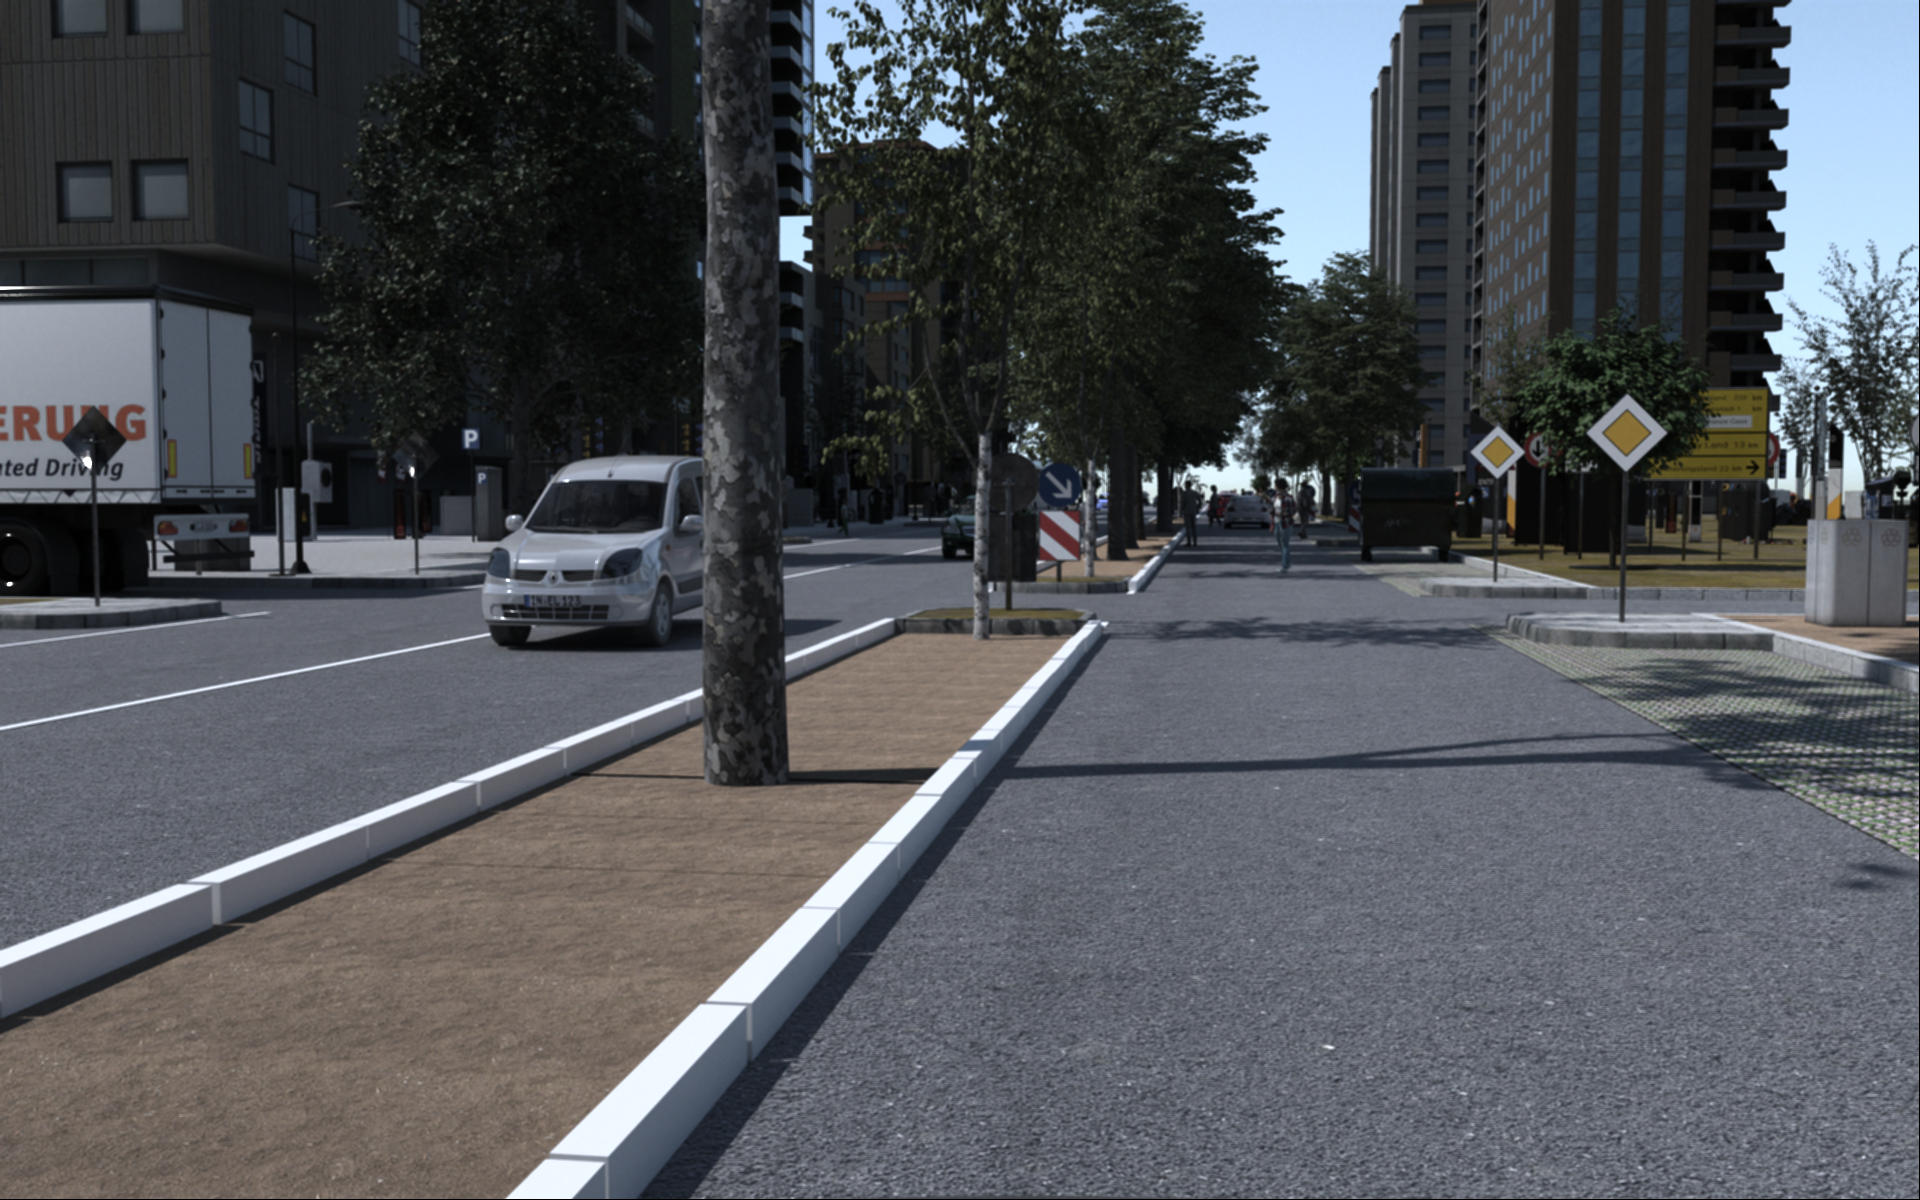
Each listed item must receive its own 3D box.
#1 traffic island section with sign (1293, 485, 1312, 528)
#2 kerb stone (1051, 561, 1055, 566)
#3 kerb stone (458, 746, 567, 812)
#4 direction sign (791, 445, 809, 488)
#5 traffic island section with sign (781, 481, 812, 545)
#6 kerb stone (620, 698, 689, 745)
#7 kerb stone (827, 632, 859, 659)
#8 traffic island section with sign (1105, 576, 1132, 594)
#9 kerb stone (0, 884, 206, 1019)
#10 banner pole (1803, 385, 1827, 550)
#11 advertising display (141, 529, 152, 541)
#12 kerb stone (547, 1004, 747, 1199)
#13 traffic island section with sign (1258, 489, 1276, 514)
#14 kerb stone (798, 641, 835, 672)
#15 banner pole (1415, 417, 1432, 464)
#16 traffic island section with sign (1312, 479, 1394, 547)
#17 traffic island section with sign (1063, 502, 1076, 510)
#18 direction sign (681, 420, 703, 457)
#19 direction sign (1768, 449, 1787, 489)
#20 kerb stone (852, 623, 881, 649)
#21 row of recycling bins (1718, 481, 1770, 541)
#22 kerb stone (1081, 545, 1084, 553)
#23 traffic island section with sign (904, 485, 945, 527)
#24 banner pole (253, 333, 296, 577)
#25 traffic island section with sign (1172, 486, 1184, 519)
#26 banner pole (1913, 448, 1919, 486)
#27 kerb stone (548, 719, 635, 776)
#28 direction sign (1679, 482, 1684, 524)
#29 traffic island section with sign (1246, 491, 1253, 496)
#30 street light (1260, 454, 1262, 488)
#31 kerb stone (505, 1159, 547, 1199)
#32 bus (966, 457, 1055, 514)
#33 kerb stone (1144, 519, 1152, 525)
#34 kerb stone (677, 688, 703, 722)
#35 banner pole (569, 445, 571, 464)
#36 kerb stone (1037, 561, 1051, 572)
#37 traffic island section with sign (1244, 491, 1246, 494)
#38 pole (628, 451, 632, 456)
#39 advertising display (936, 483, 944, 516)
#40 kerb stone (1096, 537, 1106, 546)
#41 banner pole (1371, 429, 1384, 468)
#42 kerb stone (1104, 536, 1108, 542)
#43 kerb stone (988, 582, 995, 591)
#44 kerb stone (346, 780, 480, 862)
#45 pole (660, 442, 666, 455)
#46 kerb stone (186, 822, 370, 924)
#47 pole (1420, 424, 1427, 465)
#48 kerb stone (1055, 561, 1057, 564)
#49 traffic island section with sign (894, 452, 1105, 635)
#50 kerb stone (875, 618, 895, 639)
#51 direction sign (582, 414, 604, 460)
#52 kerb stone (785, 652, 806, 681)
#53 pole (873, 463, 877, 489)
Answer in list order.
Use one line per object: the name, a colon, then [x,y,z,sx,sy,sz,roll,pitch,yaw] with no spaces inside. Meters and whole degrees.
traffic island section with sign: [14.825,-4.034,74.592,1.989,1.847,2.006,1,4,8]
kerb stone: [1.719,-0.733,34.198,0.120,0.150,1.000,1,4,8]
kerb stone: [-2.131,0.855,8.250,0.120,0.150,1.000,1,4,8]
direction sign: [-7.374,-5.375,79.879,0.876,3.537,0.379,1,4,16]
traffic island section with sign: [-5.365,-2.537,50.113,1.989,1.847,2.006,1,4,8]
kerb stone: [-1.831,0.731,10.276,0.120,0.150,1.000,1,4,8]
kerb stone: [-1.083,0.420,15.336,0.120,0.150,1.000,1,4,8]
traffic island section with sign: [1.541,-1.081,25.814,2.006,1.907,1.989,1,4,8]
kerb stone: [-2.585,1.040,5.196,0.120,0.150,1.000,1,4,8]
banner pole: [19.896,-3.065,40.137,0.863,3.779,0.401,-3,5,-44]
advertising display: [-22.270,-2.585,47.484,0.974,1.923,0.123,-1,4,-13]
kerb stone: [-0.667,1.122,3.859,0.120,0.150,1.000,1,4,8]
traffic island section with sign: [22.166,-7.053,123.948,1.989,1.847,2.006,1,4,8]
kerb stone: [-1.224,0.482,14.322,0.120,0.150,1.000,1,4,8]
banner pole: [15.106,-4.061,56.414,0.401,3.779,0.863,-2,4,-27]
traffic island section with sign: [10.821,-2.381,47.565,1.989,1.847,2.006,1,4,8]
traffic island section with sign: [9.957,-8.844,153.232,1.989,1.847,2.006,1,4,8]
direction sign: [-8.209,-3.748,53.279,0.876,3.537,0.379,2,4,30]
direction sign: [40.962,-5.806,86.928,0.876,3.537,0.379,1,4,21]
kerb stone: [-0.924,0.358,16.350,0.120,0.150,1.000,1,4,8]
row of recycling bins: [21.934,-2.525,48.396,1.069,1.692,3.534,1,4,16]
kerb stone: [3.235,-1.351,44.333,0.120,0.150,1.000,1,4,8]
traffic island section with sign: [-1.364,-4.182,76.998,1.989,1.847,2.006,1,4,8]
banner pole: [-10.833,-2.260,26.962,0.863,3.779,0.401,0,4,-3]
traffic island section with sign: [12.574,-5.627,100.141,2.006,1.907,1.989,1,4,8]
banner pole: [37.364,-4.734,67.415,0.401,3.779,0.863,0,4,-6]
kerb stone: [-1.979,0.791,9.264,0.120,0.150,1.000,1,4,8]
direction sign: [31.105,-5.038,74.371,0.379,3.537,0.876,3,4,38]
traffic island section with sign: [26.173,-8.702,150.912,1.989,1.847,2.006,1,4,8]
street light: [35.173,-13.877,199.421,1.470,5.913,1.316,1,4,8]
kerb stone: [-0.813,1.184,2.843,0.120,0.150,1.000,1,4,8]
bus: [2.607,-5.331,82.025,2.948,3.499,13.247,1,4,9]
kerb stone: [9.099,-3.770,83.837,0.120,0.150,1.000,1,4,8]
kerb stone: [-1.672,0.668,11.286,0.120,0.150,1.000,1,4,8]
banner pole: [-13.486,-4.276,59.934,0.401,3.779,0.863,-1,4,-16]
kerb stone: [1.580,-0.670,33.181,0.120,0.150,1.000,1,4,8]
traffic island section with sign: [34.224,-12.022,205.189,1.989,1.847,2.006,1,4,8]
pole: [-15.707,-5.417,82.412,0.158,3.312,0.155,0,3,0]
advertising display: [-1.106,-5.670,97.911,0.123,1.923,0.974,1,4,20]
kerb stone: [3.988,-1.663,49.387,0.120,0.150,1.000,1,4,8]
banner pole: [15.869,-4.650,66.048,0.401,3.779,0.863,-2,4,-26]
kerb stone: [4.127,-1.722,50.401,0.120,0.150,1.000,1,4,8]
kerb stone: [0.509,-0.236,26.059,0.120,0.150,1.000,1,4,8]
kerb stone: [-2.286,0.919,7.236,0.120,0.150,1.000,1,4,8]
pole: [-11.545,-4.501,67.434,0.158,3.312,0.155,0,3,0]
kerb stone: [-2.429,0.977,6.223,0.120,0.150,1.000,1,4,8]
pole: [13.548,-3.476,50.676,0.158,3.312,0.155,0,3,0]
kerb stone: [1.879,-0.796,35.207,0.120,0.150,1.000,1,4,8]
traffic island section with sign: [0.443,-0.633,18.489,2.006,1.907,1.989,1,4,8]
kerb stone: [-0.781,0.296,17.363,0.120,0.150,1.000,1,4,8]
direction sign: [-10.413,-3.499,49.201,0.876,3.537,0.379,2,4,35]
kerb stone: [-1.377,0.543,13.311,0.120,0.150,1.000,1,4,8]
pole: [-4.877,-6.451,99.320,0.158,3.312,0.155,0,3,0]
